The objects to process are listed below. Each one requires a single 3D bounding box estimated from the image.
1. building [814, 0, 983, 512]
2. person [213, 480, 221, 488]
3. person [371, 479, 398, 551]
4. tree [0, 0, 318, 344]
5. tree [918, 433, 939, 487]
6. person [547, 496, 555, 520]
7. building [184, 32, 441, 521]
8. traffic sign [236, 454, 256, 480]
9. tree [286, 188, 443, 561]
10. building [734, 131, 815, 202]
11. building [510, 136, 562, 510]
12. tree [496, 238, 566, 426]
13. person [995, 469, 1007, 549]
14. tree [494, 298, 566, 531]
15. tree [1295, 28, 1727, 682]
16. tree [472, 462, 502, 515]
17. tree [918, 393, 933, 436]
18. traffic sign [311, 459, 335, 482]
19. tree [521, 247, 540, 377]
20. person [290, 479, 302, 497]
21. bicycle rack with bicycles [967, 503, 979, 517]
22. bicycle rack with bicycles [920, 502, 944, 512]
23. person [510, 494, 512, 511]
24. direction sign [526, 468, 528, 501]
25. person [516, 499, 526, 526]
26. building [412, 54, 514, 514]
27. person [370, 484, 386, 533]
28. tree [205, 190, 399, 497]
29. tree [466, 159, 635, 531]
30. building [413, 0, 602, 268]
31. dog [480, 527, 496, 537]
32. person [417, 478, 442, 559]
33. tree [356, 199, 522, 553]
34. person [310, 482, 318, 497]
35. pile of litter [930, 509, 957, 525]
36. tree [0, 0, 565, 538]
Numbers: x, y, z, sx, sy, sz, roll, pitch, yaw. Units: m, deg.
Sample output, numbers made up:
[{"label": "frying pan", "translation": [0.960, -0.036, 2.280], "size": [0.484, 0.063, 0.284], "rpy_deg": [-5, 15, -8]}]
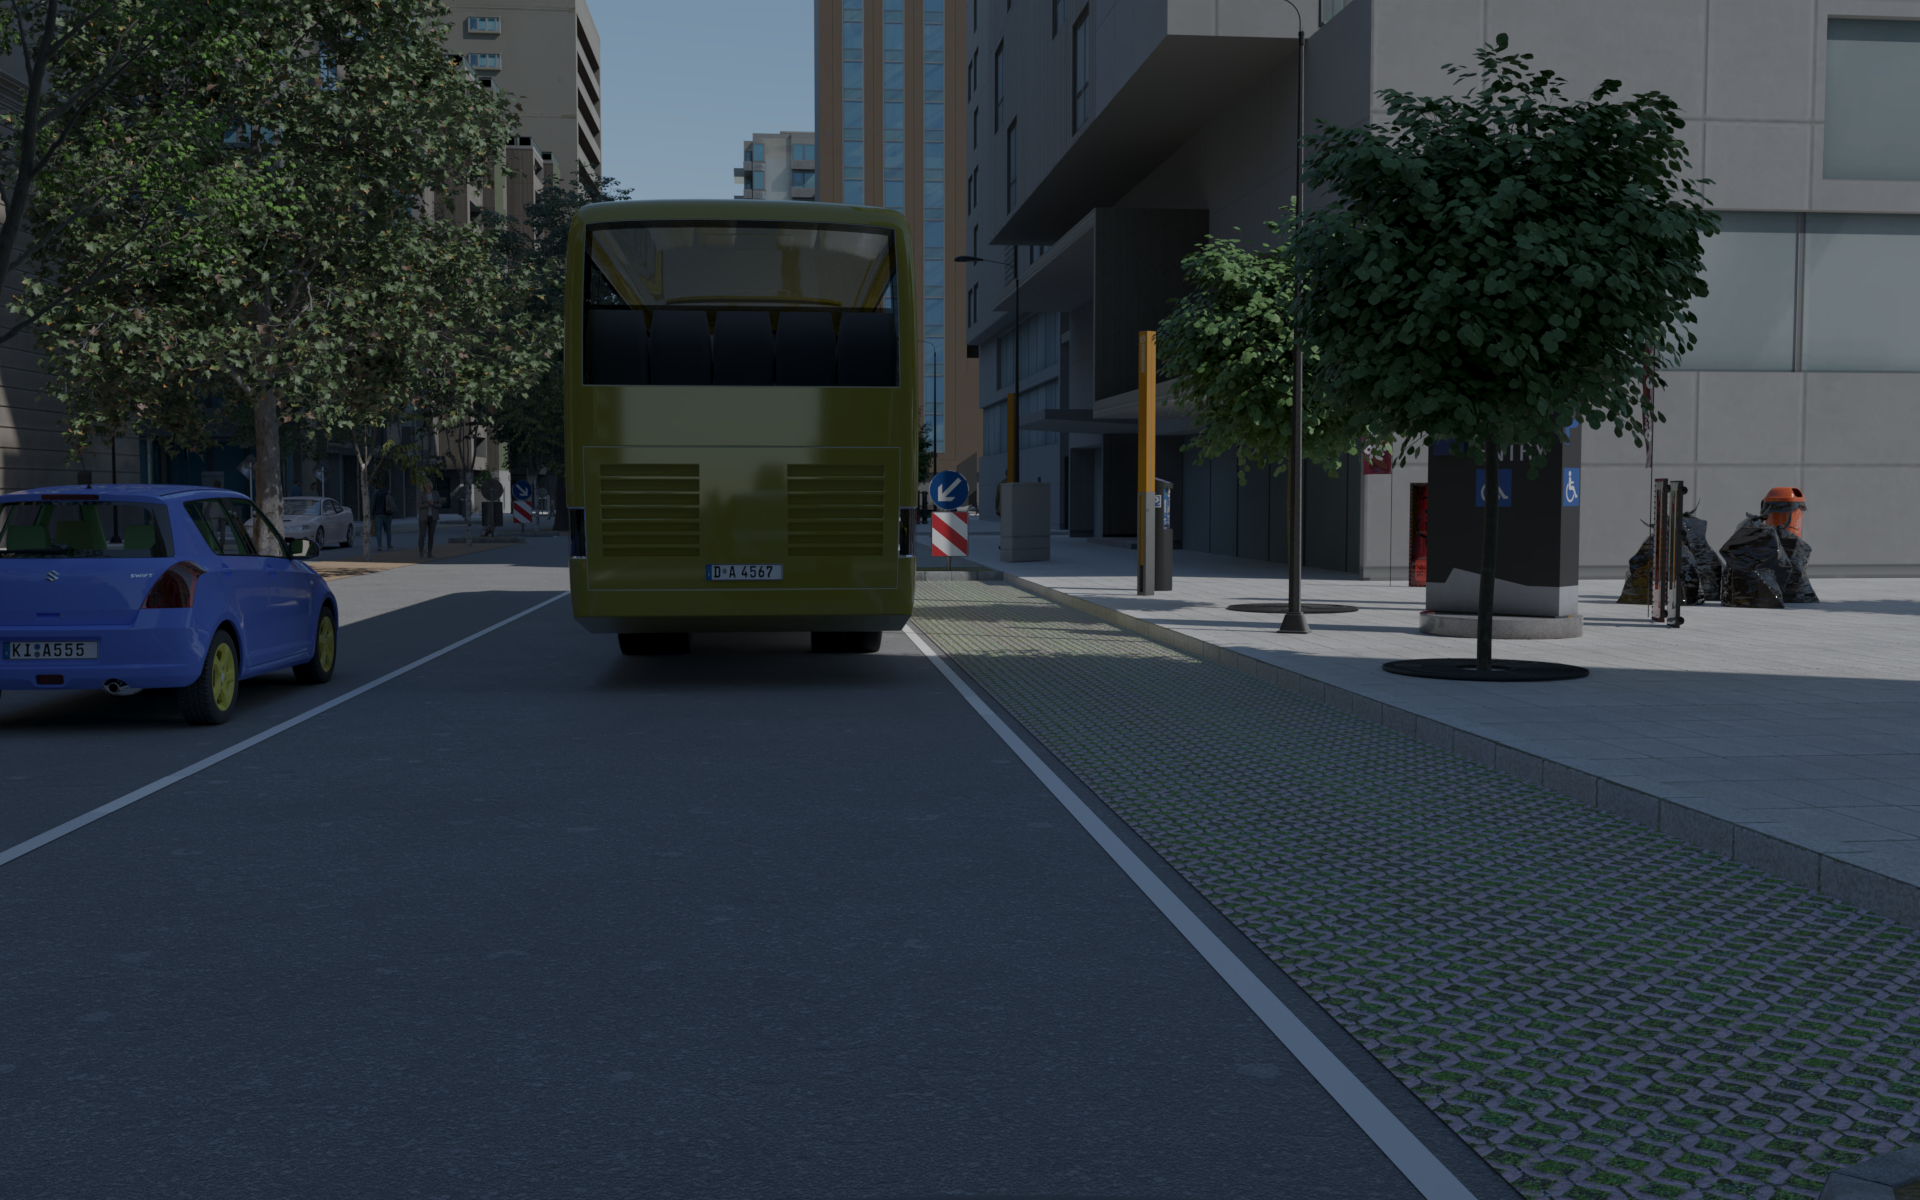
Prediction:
[{"label": "building", "translation": [-2.891, -28.677, 118.973], "size": [14.600, 45.320, 14.200], "rpy_deg": [0, 4, -6]}, {"label": "person", "translation": [-18.780, -2.143, 43.819], "size": [0.678, 1.792, 0.850], "rpy_deg": [-2, 4, -28]}, {"label": "person", "translation": [-14.560, -2.146, 43.575], "size": [0.794, 1.824, 0.713], "rpy_deg": [-1, 4, -8]}, {"label": "tree", "translation": [-10.322, -5.486, 17.916], "size": [9.928, 11.665, 9.643], "rpy_deg": [0, 3, 0]}, {"label": "tree", "translation": [-2.581, -5.832, 79.060], "size": [4.285, 4.588, 4.351], "rpy_deg": [0, 3, 0]}, {"label": "person", "translation": [-22.862, -5.159, 97.124], "size": [0.640, 1.303, 0.475], "rpy_deg": [-1, 4, -19]}, {"label": "building", "translation": [-38.206, -28.204, 80.738], "size": [23.786, 49.044, 30.456], "rpy_deg": [0, 4, -6]}, {"label": "traffic sign", "translation": [-20.473, -2.924, 50.005], "size": [0.795, 2.593, 0.064], "rpy_deg": [0, 4, -6]}, {"label": "tree", "translation": [-12.552, -5.111, 36.388], "size": [4.737, 8.622, 4.395], "rpy_deg": [0, 3, 0]}, {"label": "building", "translation": [-14.318, -37.274, 229.043], "size": [30.456, 49.044, 23.786], "rpy_deg": [0, 4, -6]}, {"label": "building", "translation": [-39.965, -22.483, 139.292], "size": [14.160, 30.474, 14.107], "rpy_deg": [0, 4, -6]}, {"label": "tree", "translation": [-16.627, -10.090, 77.806], "size": [12.009, 13.543, 11.850], "rpy_deg": [0, 3, 0]}, {"label": "person", "translation": [1.006, -1.846, 36.131], "size": [0.656, 1.842, 0.836], "rpy_deg": [1, 4, 19]}, {"label": "tree", "translation": [-14.607, -6.535, 59.670], "size": [4.737, 8.622, 4.395], "rpy_deg": [0, 3, 0]}, {"label": "tree", "translation": [3.733, -1.750, 12.321], "size": [4.285, 4.588, 4.351], "rpy_deg": [0, 3, 0]}, {"label": "tree", "translation": [-28.599, -6.710, 104.316], "size": [1.663, 3.219, 1.824], "rpy_deg": [0, 3, 0]}, {"label": "tree", "translation": [-5.016, -9.745, 93.748], "size": [7.601, 10.594, 8.767], "rpy_deg": [0, 4, -4]}, {"label": "traffic sign", "translation": [-21.313, -3.410, 57.946], "size": [0.795, 2.593, 0.064], "rpy_deg": [0, 4, -6]}, {"label": "tree", "translation": [-13.394, -5.766, 47.098], "size": [4.360, 8.622, 3.978], "rpy_deg": [0, 3, 0]}, {"label": "person", "translation": [-23.568, -3.393, 61.538], "size": [0.581, 1.822, 0.654], "rpy_deg": [-3, 5, -39]}, {"label": "bicycle rack with bicycles", "translation": [1.829, -5.227, 98.837], "size": [2.925, 0.926, 2.852], "rpy_deg": [1, 4, 13]}, {"label": "bicycle rack with bicycles", "translation": [-2.278, -5.867, 109.304], "size": [2.925, 0.926, 2.852], "rpy_deg": [-1, 4, -13]}, {"label": "person", "translation": [-33.236, -7.185, 127.763], "size": [0.590, 1.304, 0.306], "rpy_deg": [0, 4, 6]}, {"label": "direction sign", "translation": [-29.657, -7.750, 118.705], "size": [0.379, 3.537, 0.876], "rpy_deg": [-1, 4, -18]}, {"label": "person", "translation": [-19.921, -4.138, 78.747], "size": [0.523, 1.515, 0.503], "rpy_deg": [-2, 4, -30]}, {"label": "building", "translation": [-38.043, -20.936, 114.012], "size": [14.160, 30.474, 14.107], "rpy_deg": [0, 4, -6]}, {"label": "person", "translation": [-21.105, -3.323, 63.016], "size": [0.721, 1.800, 0.419], "rpy_deg": [-3, 5, -42]}, {"label": "tree", "translation": [-24.427, -8.909, 63.788], "size": [7.486, 12.596, 7.792], "rpy_deg": [0, 3, 0]}, {"label": "tree", "translation": [-15.467, -9.647, 66.841], "size": [9.857, 13.997, 8.962], "rpy_deg": [0, 3, 0]}, {"label": "building", "translation": [-44.078, -32.570, 156.226], "size": [21.300, 48.544, 21.600], "rpy_deg": [0, 4, -6]}, {"label": "dog", "translation": [-14.825, -2.286, 54.216], "size": [0.800, 0.831, 0.513], "rpy_deg": [2, 4, 34]}, {"label": "person", "translation": [-11.762, -1.820, 38.439], "size": [0.537, 1.800, 0.526], "rpy_deg": [-2, 4, -24]}, {"label": "tree", "translation": [-13.000, -5.442, 41.799], "size": [4.360, 8.622, 3.978], "rpy_deg": [0, 3, 0]}, {"label": "person", "translation": [-24.619, -3.620, 65.984], "size": [0.466, 1.731, 0.760], "rpy_deg": [1, 4, 22]}, {"label": "pile of litter", "translation": [-0.531, -3.520, 71.515], "size": [1.719, 0.858, 1.176], "rpy_deg": [-2, 4, -32]}, {"label": "tree", "translation": [-11.205, -6.627, 27.811], "size": [9.611, 12.733, 9.660], "rpy_deg": [0, 3, 0]}]
